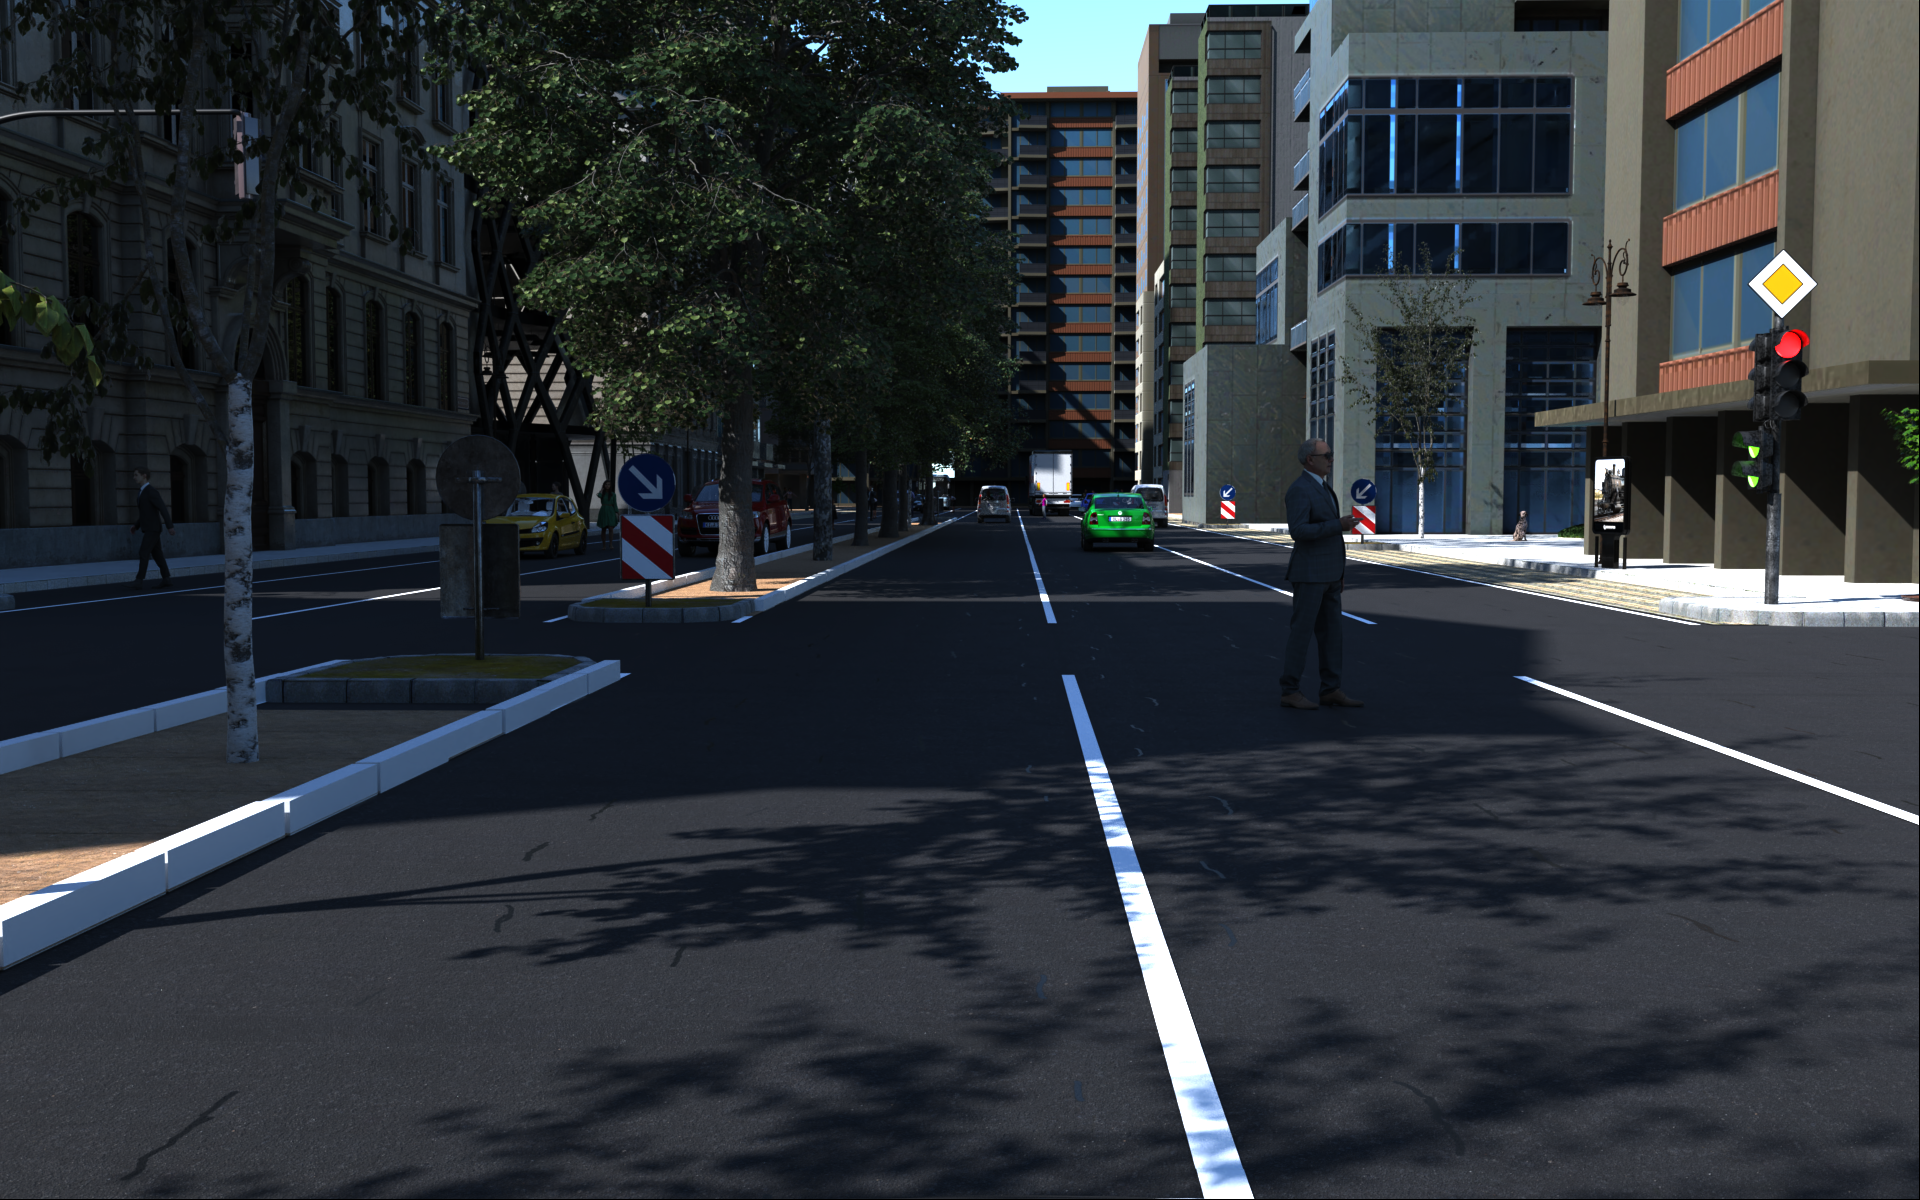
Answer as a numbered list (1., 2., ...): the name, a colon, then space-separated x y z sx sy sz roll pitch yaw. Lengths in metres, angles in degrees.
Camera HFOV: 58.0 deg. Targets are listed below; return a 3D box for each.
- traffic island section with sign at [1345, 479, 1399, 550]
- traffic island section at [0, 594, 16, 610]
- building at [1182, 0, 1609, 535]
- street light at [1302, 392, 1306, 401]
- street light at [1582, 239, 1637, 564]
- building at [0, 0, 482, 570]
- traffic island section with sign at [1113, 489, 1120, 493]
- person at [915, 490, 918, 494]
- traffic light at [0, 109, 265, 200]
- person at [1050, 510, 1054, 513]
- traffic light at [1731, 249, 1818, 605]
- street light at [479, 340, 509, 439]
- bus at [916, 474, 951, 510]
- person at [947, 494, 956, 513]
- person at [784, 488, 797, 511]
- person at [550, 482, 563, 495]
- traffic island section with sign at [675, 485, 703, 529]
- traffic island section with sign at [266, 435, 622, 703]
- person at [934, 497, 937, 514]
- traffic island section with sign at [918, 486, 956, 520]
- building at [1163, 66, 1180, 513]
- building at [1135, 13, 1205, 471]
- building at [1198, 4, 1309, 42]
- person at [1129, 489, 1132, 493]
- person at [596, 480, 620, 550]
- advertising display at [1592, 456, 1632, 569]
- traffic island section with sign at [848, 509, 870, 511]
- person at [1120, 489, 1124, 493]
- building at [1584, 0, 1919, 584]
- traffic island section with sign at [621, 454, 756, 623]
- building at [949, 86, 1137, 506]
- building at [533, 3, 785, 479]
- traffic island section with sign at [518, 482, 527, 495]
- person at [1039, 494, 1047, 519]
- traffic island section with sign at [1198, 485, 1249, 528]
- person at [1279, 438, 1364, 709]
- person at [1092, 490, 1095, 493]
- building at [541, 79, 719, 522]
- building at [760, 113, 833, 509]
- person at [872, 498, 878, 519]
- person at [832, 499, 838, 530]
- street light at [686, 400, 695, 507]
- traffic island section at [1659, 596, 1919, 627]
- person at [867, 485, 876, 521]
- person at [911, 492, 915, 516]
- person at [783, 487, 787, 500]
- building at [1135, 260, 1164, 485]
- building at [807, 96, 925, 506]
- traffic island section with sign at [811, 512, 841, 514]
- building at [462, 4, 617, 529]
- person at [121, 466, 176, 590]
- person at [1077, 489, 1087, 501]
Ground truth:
1. traffic island section with sign: 10.222 -2.226 45.023 1.989 1.847 2.006 0 4 2
2. traffic island section: -12.866 0.088 20.840 2.009 0.180 2.903 0 4 2
3. building: 21.644 -46.137 67.008 22.319 86.520 31.000 0 4 2
4. street light: 12.785 -5.529 63.187 0.468 5.910 1.993 0 4 2
5. street light: 11.796 -3.597 31.604 0.468 5.910 1.993 0 4 2
6. building: -21.165 -13.376 37.780 14.460 24.649 34.723 0 4 2
7. traffic island section with sign: 13.422 -8.671 150.397 1.989 1.847 2.006 0 4 2
8. person: -4.389 -9.984 171.755 0.705 1.823 1.348 -2 4 -33
9. traffic light: -10.732 -2.814 20.676 4.771 5.953 1.251 0 4 2
10. person: 7.005 -7.422 130.375 0.721 1.766 1.217 2 4 33
11. traffic light: 9.425 -1.904 20.047 0.839 4.253 0.868 0 4 2
12. street light: -13.966 -4.848 52.046 0.468 5.910 1.993 0 4 2
13. bus: -2.253 -9.859 156.049 2.948 3.499 13.247 0 4 1
14. person: -0.633 -7.386 132.449 0.628 1.438 0.799 1 4 9
15. person: -12.827 -7.579 130.668 1.217 1.736 0.721 -1 4 -20
16. person: -11.575 -2.477 49.332 0.599 1.781 0.374 1 4 11
17. traffic island section with sign: -10.963 -3.921 72.730 1.989 1.847 2.006 0 4 2
18. traffic island section with sign: -3.748 -0.286 12.810 2.006 1.907 1.989 0 4 2
19. person: -1.700 -7.030 124.115 0.621 1.740 0.551 -2 4 -29
20. traffic island section with sign: -1.242 -5.332 95.317 2.006 1.907 1.989 0 4 2
21. building: 21.054 -21.325 120.370 14.160 30.474 14.107 0 4 2
22. building: 24.045 -31.386 163.271 14.600 45.320 14.200 0 4 2
23. building: 21.336 -20.463 106.274 14.160 30.474 14.107 0 4 2
24. person: 17.162 -10.155 172.601 0.750 1.759 0.617 0 4 1
25. person: -9.054 -2.187 44.512 0.600 1.795 0.529 -2 4 -25
26. advertising display: 11.226 -1.507 29.848 0.123 1.923 0.974 -1 4 -12
27. traffic island section with sign: -8.627 -8.616 149.497 1.989 1.847 2.006 0 4 2
28. person: 15.815 -9.955 169.335 0.617 1.759 0.750 1 4 17
29. building: 26.468 -23.043 31.381 28.867 44.769 22.147 0 4 2
30. traffic island section with sign: -3.513 -0.739 20.213 2.006 1.907 1.989 0 4 2
31. building: 11.949 -32.687 189.056 28.867 44.769 22.147 0 4 2
32. building: -24.299 -30.060 111.093 23.786 49.044 30.456 0 4 2
33. traffic island section with sign: -11.797 -2.250 45.423 1.989 1.847 2.006 0 4 2
34. person: 4.740 -5.315 98.630 0.599 1.433 0.991 -1 4 -22
35. traffic island section with sign: 11.080 -3.936 72.987 1.989 1.847 2.006 0 4 2
36. person: 2.445 -0.176 11.548 0.590 1.801 0.661 2 4 31
37. person: 11.055 -8.256 143.927 0.568 1.767 0.683 -2 4 -23
38. building: -18.390 -14.545 86.961 9.793 20.994 18.267 0 4 2
39. building: -23.987 -28.399 156.206 23.993 40.220 32.217 0 4 2
40. person: -5.105 -5.414 100.215 0.628 1.438 0.799 1 4 14
41. person: -5.035 -3.404 68.833 0.373 1.253 0.362 3 5 43
42. street light: -13.052 -6.746 83.085 0.468 5.910 1.993 0 4 2
43. traffic island section: 9.465 0.130 20.160 2.009 0.180 2.903 0 4 2
44. person: -4.816 -5.202 92.911 0.648 1.900 0.474 0 4 -3
45. person: -3.253 -6.252 110.586 0.599 1.838 0.709 -3 5 -45
46. person: -13.587 -7.873 134.787 0.705 1.821 1.348 0 4 -2
47. building: 29.261 -18.155 141.868 27.650 21.520 28.899 0 4 2
48. building: -17.655 -32.811 191.078 28.867 44.769 22.147 0 4 2
49. traffic island section with sign: -9.444 -6.967 122.543 1.989 1.847 2.006 0 4 2
50. building: -21.581 -12.003 63.703 16.820 18.784 16.811 0 4 2
51. person: -12.257 -1.088 26.064 0.755 1.850 0.659 -2 4 -35
52. person: 9.797 -7.716 134.744 1.348 1.812 0.705 0 4 -3
